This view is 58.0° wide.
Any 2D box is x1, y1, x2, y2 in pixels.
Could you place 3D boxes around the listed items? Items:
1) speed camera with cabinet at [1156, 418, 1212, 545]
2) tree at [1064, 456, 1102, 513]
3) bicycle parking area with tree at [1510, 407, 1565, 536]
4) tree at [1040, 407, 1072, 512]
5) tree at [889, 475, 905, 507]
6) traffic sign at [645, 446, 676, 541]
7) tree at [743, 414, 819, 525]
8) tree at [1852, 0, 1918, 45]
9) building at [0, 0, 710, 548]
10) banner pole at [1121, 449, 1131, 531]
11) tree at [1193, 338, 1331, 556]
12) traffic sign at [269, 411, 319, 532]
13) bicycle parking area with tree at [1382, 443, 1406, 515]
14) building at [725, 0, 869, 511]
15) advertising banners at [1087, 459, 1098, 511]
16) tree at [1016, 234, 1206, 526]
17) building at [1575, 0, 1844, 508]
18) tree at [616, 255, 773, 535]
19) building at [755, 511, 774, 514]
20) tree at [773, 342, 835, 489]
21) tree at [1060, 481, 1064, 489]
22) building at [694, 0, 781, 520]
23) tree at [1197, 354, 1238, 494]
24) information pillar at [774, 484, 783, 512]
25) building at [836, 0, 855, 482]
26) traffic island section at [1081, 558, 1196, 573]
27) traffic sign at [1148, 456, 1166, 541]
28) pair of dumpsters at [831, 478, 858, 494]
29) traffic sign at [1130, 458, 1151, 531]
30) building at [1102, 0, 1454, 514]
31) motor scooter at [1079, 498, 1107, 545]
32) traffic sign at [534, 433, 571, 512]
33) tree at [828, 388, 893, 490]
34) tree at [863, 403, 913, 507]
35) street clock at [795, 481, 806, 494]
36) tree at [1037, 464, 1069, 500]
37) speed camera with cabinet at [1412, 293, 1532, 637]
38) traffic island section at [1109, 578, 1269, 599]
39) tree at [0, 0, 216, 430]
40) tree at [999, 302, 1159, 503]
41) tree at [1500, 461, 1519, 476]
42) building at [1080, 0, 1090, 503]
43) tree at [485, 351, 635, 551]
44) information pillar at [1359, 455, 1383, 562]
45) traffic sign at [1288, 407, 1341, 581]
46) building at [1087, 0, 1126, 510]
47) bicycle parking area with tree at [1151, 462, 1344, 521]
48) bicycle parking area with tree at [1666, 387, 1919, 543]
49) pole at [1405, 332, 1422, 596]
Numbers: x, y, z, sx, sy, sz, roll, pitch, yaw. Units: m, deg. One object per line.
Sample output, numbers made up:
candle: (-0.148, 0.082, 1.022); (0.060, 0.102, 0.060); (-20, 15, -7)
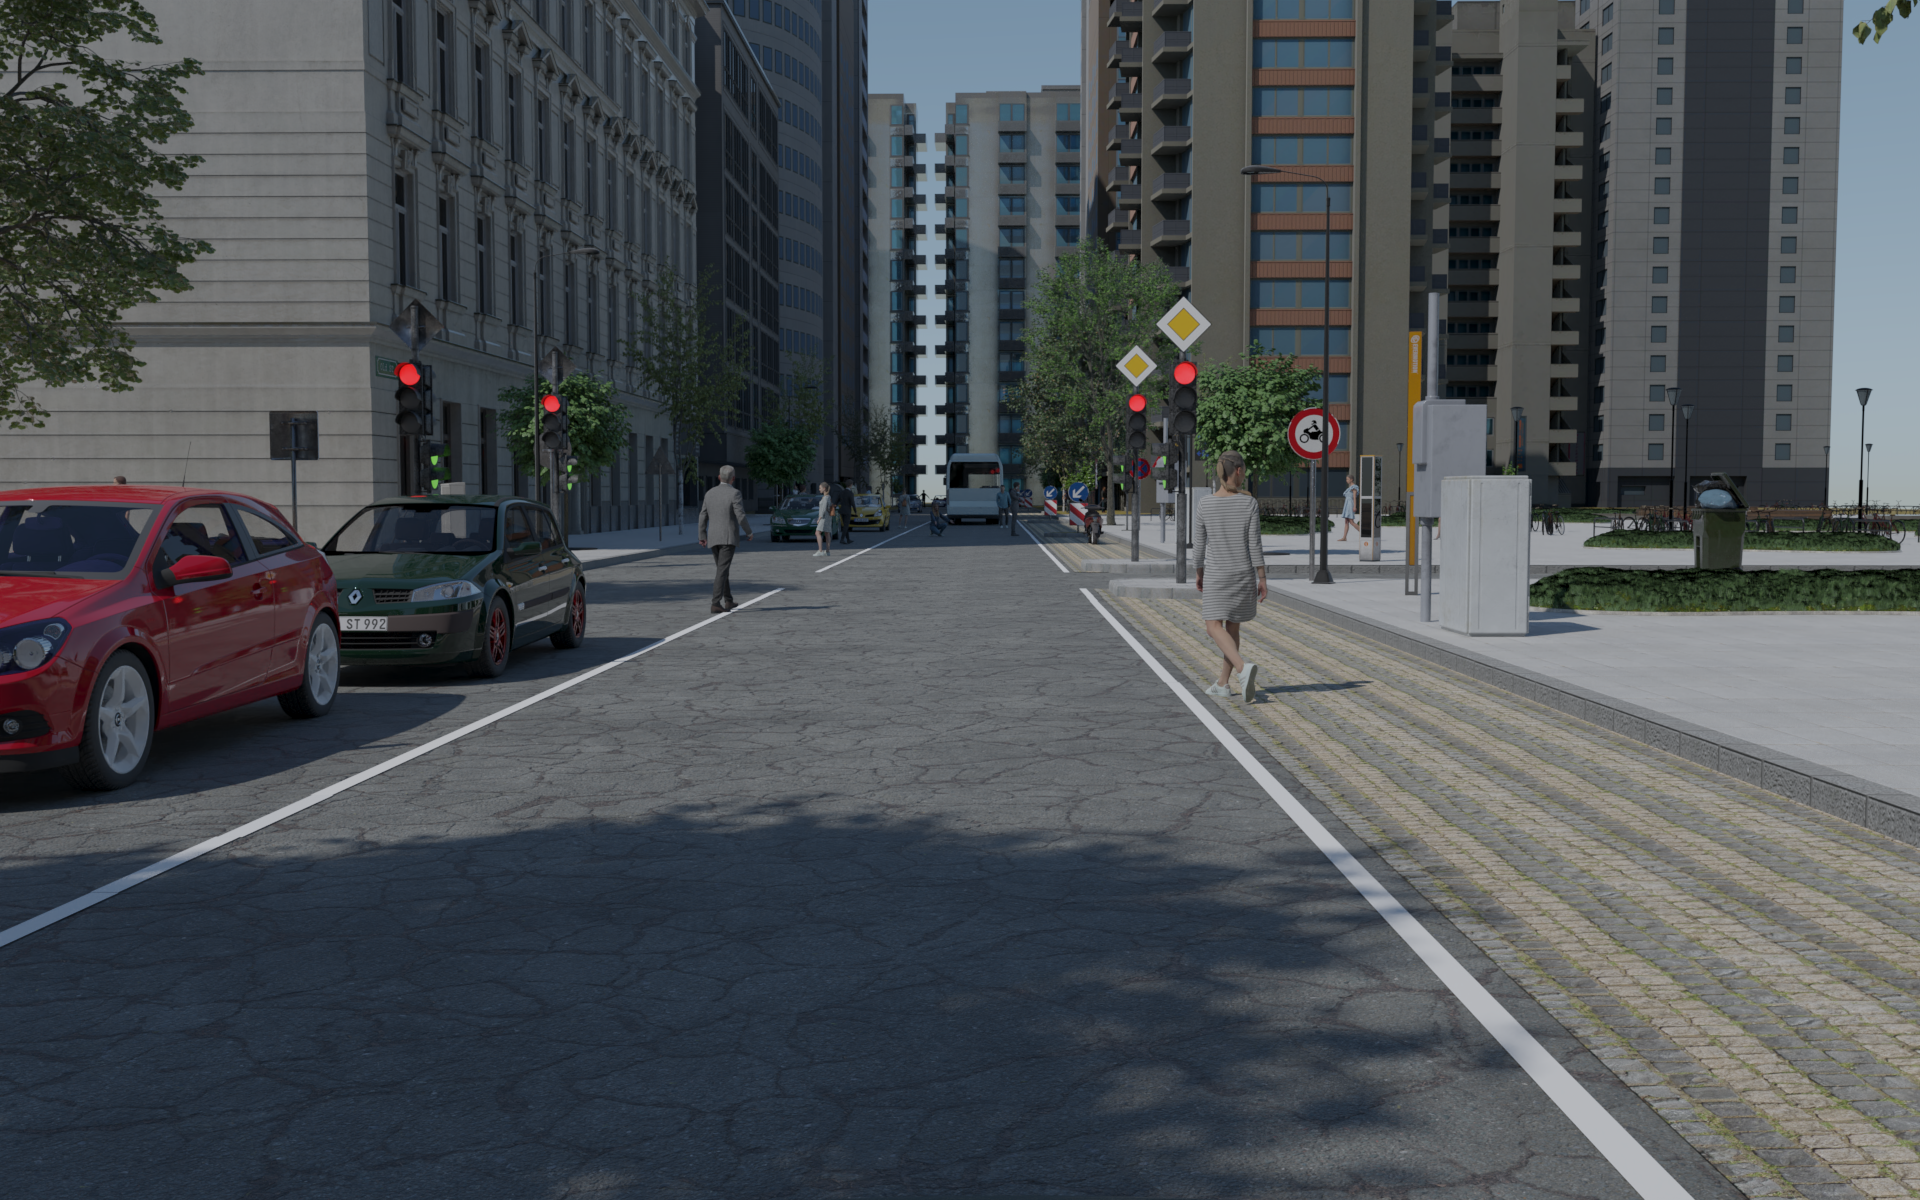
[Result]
speed camera with cabinet: (5.768, -3.074, 44.602); (0.660, 3.252, 2.038); (-1, 4, -20)
tree: (6.392, -5.746, 88.544); (1.663, 3.219, 1.824); (0, 3, 0)
bicycle parking area with tree: (20.858, -4.243, 56.368); (8.231, 4.147, 9.016); (2, 4, 32)
tree: (7.404, -10.787, 126.736); (4.737, 8.622, 4.395); (0, 3, 0)
tree: (-6.402, -11.155, 176.980); (1.663, 3.219, 1.824); (0, 3, 0)
traffic sign: (-8.136, -2.874, 46.991); (0.884, 2.594, 0.081); (1, 4, 9)
tree: (-7.417, -5.349, 71.176); (4.285, 4.588, 4.351); (0, 3, 0)
tree: (5.386, -3.541, 8.265); (4.737, 8.622, 4.395); (0, 3, 0)
building: (-19.821, -17.166, 57.079); (17.030, 29.872, 44.131); (0, 4, 1)
banner pole: (5.844, -4.299, 60.301); (0.401, 3.779, 0.863); (0, 4, 2)
tree: (6.322, -3.239, 36.668); (4.285, 4.588, 4.351); (0, 3, 0)
traffic sign: (-8.172, -1.171, 21.277); (0.606, 2.300, 0.079); (0, 4, 3)
bicycle parking area with tree: (22.105, -6.738, 97.170); (8.231, 4.147, 9.016); (1, 4, 11)
building: (-23.281, -38.402, 169.868); (28.212, 58.520, 21.231); (0, 4, 1)
advertising banners: (6.517, -5.432, 84.999); (0.090, 3.025, 2.074); (1, 4, 18)
tree: (5.994, -8.847, 70.400); (9.928, 11.665, 9.643); (0, 3, 0)
building: (70.549, -44.684, 168.829); (20.611, 71.187, 20.563); (0, 4, 1)
tree: (-8.557, -6.363, 54.405); (4.737, 8.622, 4.395); (0, 3, 0)
building: (-20.358, -35.444, 121.515); (21.231, 58.520, 28.212); (0, 4, 1)
tree: (-7.834, -8.195, 84.356); (4.737, 8.622, 4.395); (0, 3, 0)
tree: (7.675, -7.405, 115.679); (1.663, 3.219, 1.824); (0, 3, 0)
building: (-17.798, -18.203, 91.121); (14.314, 27.812, 24.014); (0, 4, 1)
tree: (13.614, -8.599, 90.951); (4.737, 8.622, 4.395); (0, 3, 0)
information pillar: (-7.833, -4.292, 74.659); (0.304, 2.012, 0.304); (-2, 4, -34)
building: (-16.159, -30.147, 143.012); (14.600, 45.320, 14.200); (0, 4, 1)
traffic island section: (3.343, -0.647, 32.852); (2.009, 0.180, 2.903); (0, 4, 1)
traffic sign: (5.531, -2.865, 46.852); (0.884, 2.594, 0.081); (0, 4, 5)
pair of dumpsters: (-6.933, -6.073, 101.785); (1.574, 2.255, 4.437); (0, 4, 1)
traffic sign: (6.306, -3.718, 60.891); (0.768, 2.556, 0.104); (0, 4, 3)
building: (21.833, -28.641, 122.908); (22.147, 44.769, 28.867); (0, 4, 1)
motor scooter: (3.789, -2.234, 49.307); (0.815, 1.314, 1.986); (0, 4, 0)
traffic sign: (-8.161, -2.115, 34.689); (0.768, 2.556, 0.104); (0, 4, 3)
tree: (-7.036, -10.414, 120.634); (4.360, 8.622, 3.978); (0, 3, 0)
tree: (-6.048, -11.534, 138.939); (4.737, 8.622, 4.395); (0, 3, 0)
street clock: (-7.378, -4.628, 80.238); (0.471, 2.002, 0.358); (0, 4, 5)
tree: (8.478, -10.669, 158.146); (4.285, 4.588, 4.351); (0, 3, 0)
speed camera with cabinet: (4.843, -1.352, 16.446); (0.660, 3.252, 2.038); (0, 4, 1)
traffic island section: (3.198, -0.158, 24.869); (2.009, 0.180, 2.903); (0, 4, 1)
tree: (-12.624, -6.176, 19.104); (7.486, 12.596, 7.792); (0, 3, 0)
tree: (7.024, -11.315, 102.007); (9.611, 12.733, 9.660); (0, 3, 0)
tree: (32.147, -6.495, 100.801); (1.663, 3.219, 1.824); (0, 3, 0)
building: (21.972, -38.131, 165.434); (21.231, 58.520, 28.212); (0, 4, 1)
tree: (-9.170, -3.430, 39.797); (4.285, 4.588, 4.351); (0, 3, 0)
information pillar: (7.789, -1.735, 32.853); (0.304, 2.012, 0.304); (3, 5, 43)
traffic sign: (5.208, -1.557, 25.557); (0.768, 2.556, 0.104); (0, 4, 5)
building: (17.946, -30.235, 144.458); (14.600, 45.320, 14.200); (0, 4, 1)
bicycle parking area with tree: (13.628, -5.808, 81.969); (8.231, 4.147, 9.016); (-1, 4, -19)
bicycle parking area with tree: (21.845, -3.667, 46.965); (8.231, 4.147, 9.016); (1, 4, 12)
pole: (5.731, -1.715, 21.882); (0.158, 3.312, 0.155); (0, 3, 0)
